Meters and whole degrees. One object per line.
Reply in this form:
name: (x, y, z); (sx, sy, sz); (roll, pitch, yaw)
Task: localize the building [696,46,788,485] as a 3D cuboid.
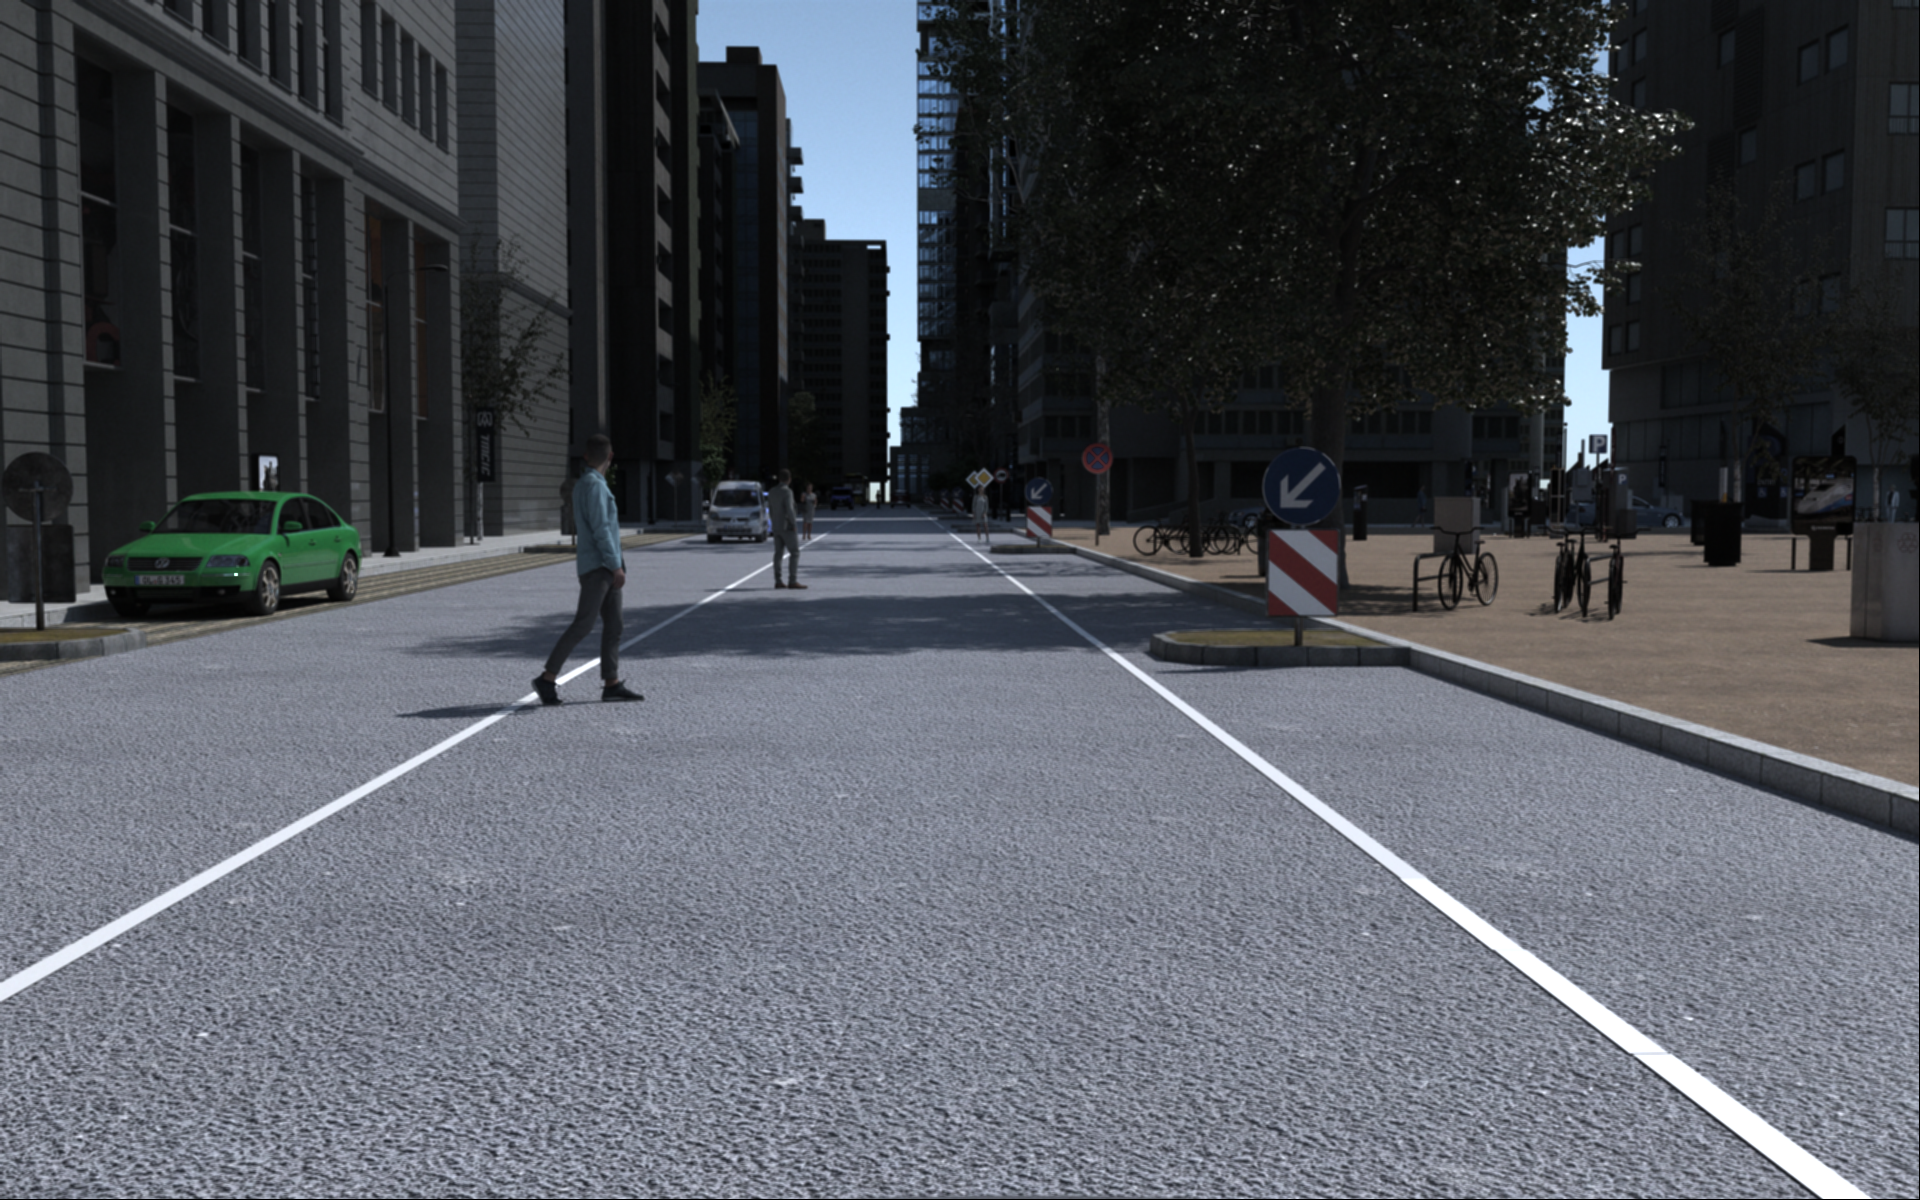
building: (-25.148, -32.279, 177.878); (14.600, 45.320, 14.200); (0, 4, -2)

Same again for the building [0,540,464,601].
building: (-17.076, -15.256, 26.920); (11.434, 29.767, 29.804); (0, 4, -2)

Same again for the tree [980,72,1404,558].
tree: (4.785, -6.163, 35.170); (8.767, 10.594, 7.601); (0, 4, -6)

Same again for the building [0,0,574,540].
building: (-28.761, -17.070, 56.579); (29.804, 29.767, 11.434); (0, 4, -2)

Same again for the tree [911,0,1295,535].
tree: (4.508, -12.001, 52.109); (12.611, 20.169, 13.585); (0, 3, 0)

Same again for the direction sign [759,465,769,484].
direction sign: (-15.473, -8.864, 136.928); (0.876, 3.537, 0.379); (1, 4, 16)

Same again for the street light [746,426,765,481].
street light: (-14.036, -8.932, 118.583); (1.470, 5.913, 1.316); (0, 4, -2)

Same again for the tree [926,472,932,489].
tree: (-2.685, -14.581, 222.119); (4.285, 4.588, 4.351); (0, 3, 0)

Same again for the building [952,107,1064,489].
building: (10.312, -33.040, 194.820); (22.147, 44.769, 28.867); (0, 4, -2)

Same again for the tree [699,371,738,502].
tree: (-14.828, -9.260, 101.761); (4.737, 8.622, 4.395); (0, 3, 0)

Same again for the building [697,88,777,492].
building: (-33.415, -28.549, 158.662); (32.217, 40.220, 23.993); (0, 4, -2)

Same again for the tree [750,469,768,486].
tree: (-15.702, -8.425, 132.344); (1.663, 3.219, 1.824); (0, 3, 0)

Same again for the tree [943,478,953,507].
tree: (-0.912, -10.970, 173.966); (1.663, 3.219, 1.824); (0, 3, 0)

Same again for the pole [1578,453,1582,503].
pole: (30.497, -5.590, 85.235); (0.158, 3.312, 0.155); (0, 3, 0)

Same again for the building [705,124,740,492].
building: (-24.971, -22.236, 135.268); (14.160, 30.474, 14.107); (0, 4, -2)

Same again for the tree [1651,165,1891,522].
tree: (17.915, -5.432, 39.170); (4.360, 8.622, 3.978); (0, 3, 0)

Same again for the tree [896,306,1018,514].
tree: (1.365, -12.360, 112.454); (12.009, 13.543, 11.850); (0, 3, 0)

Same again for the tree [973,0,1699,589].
tree: (5.055, -7.129, 23.222); (9.857, 13.997, 8.962); (0, 3, 0)

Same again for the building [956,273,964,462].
building: (6.395, -27.210, 216.576); (14.160, 30.474, 14.107); (0, 4, -2)

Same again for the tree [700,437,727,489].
tree: (-14.479, -6.828, 95.355); (4.285, 4.588, 4.351); (0, 3, 0)

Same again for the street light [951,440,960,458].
street light: (-0.589, -10.729, 147.962); (1.470, 5.913, 1.316); (0, 4, -2)

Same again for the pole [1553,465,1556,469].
pole: (41.735, -7.819, 121.677); (0.158, 3.312, 0.155); (0, 3, 0)

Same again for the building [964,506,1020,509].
building: (11.550, -52.001, 162.879); (22.319, 86.520, 31.000); (0, 4, -2)

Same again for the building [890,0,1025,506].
building: (5.645, -56.854, 242.239); (31.000, 86.520, 22.319); (0, 4, -2)

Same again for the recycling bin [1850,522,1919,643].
recycling bin: (8.347, -0.163, 15.225); (0.722, 1.027, 0.722); (0, 4, 4)

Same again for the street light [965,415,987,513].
street light: (0.974, -7.925, 102.112); (1.470, 5.913, 1.316); (0, 4, -2)

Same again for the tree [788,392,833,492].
tree: (-17.789, -16.750, 191.989); (7.486, 12.596, 7.792); (0, 3, 0)

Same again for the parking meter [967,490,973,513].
parking meter: (0.758, -7.564, 132.075); (0.372, 1.533, 0.369); (0, 3, 0)

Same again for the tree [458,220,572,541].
tree: (-13.090, -5.956, 47.743); (4.360, 8.622, 3.978); (0, 3, 0)

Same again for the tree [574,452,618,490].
tree: (-13.846, -4.356, 65.818); (1.663, 3.219, 1.824); (0, 3, 0)

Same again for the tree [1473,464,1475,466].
tree: (31.415, -7.799, 111.231); (4.285, 4.588, 4.351); (0, 3, 0)

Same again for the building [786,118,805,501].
building: (-34.364, -36.074, 209.424); (30.456, 49.044, 23.786); (0, 4, -2)

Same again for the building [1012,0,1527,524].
building: (15.225, -24.257, 88.486); (23.993, 40.220, 32.217); (0, 4, -2)

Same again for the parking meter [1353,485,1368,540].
parking meter: (11.099, -2.422, 48.019); (0.372, 1.533, 0.369); (0, 3, 0)

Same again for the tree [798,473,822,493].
tree: (-19.448, -14.778, 225.339); (4.285, 4.588, 4.351); (0, 3, 0)

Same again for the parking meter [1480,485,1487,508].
parking meter: (34.077, -6.548, 112.778); (0.399, 1.863, 0.255); (3, 5, 43)

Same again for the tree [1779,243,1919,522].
tree: (27.811, -6.222, 52.098); (4.360, 8.622, 3.978); (0, 3, 0)

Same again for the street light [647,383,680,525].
street light: (-12.436, -6.128, 72.734); (1.470, 5.913, 1.316); (0, 4, -2)

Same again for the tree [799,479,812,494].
tree: (-17.796, -12.451, 198.173); (1.663, 3.219, 1.824); (0, 3, 0)

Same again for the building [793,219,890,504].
building: (-22.010, -33.985, 247.541); (23.993, 40.220, 32.217); (0, 4, -2)

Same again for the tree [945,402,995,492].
tree: (1.152, -11.436, 137.338); (4.360, 8.622, 3.978); (0, 3, 0)

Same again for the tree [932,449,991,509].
tree: (1.264, -8.459, 122.019); (4.285, 4.588, 4.351); (0, 3, 0)

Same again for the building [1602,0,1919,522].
building: (51.497, -30.556, 88.837); (27.495, 52.752, 28.713); (0, 4, -2)

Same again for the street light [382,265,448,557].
street light: (-11.086, -3.837, 35.275); (1.470, 5.913, 1.316); (0, 4, -2)

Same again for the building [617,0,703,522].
building: (-19.840, -18.858, 80.034); (14.160, 30.474, 14.107); (0, 4, -2)
